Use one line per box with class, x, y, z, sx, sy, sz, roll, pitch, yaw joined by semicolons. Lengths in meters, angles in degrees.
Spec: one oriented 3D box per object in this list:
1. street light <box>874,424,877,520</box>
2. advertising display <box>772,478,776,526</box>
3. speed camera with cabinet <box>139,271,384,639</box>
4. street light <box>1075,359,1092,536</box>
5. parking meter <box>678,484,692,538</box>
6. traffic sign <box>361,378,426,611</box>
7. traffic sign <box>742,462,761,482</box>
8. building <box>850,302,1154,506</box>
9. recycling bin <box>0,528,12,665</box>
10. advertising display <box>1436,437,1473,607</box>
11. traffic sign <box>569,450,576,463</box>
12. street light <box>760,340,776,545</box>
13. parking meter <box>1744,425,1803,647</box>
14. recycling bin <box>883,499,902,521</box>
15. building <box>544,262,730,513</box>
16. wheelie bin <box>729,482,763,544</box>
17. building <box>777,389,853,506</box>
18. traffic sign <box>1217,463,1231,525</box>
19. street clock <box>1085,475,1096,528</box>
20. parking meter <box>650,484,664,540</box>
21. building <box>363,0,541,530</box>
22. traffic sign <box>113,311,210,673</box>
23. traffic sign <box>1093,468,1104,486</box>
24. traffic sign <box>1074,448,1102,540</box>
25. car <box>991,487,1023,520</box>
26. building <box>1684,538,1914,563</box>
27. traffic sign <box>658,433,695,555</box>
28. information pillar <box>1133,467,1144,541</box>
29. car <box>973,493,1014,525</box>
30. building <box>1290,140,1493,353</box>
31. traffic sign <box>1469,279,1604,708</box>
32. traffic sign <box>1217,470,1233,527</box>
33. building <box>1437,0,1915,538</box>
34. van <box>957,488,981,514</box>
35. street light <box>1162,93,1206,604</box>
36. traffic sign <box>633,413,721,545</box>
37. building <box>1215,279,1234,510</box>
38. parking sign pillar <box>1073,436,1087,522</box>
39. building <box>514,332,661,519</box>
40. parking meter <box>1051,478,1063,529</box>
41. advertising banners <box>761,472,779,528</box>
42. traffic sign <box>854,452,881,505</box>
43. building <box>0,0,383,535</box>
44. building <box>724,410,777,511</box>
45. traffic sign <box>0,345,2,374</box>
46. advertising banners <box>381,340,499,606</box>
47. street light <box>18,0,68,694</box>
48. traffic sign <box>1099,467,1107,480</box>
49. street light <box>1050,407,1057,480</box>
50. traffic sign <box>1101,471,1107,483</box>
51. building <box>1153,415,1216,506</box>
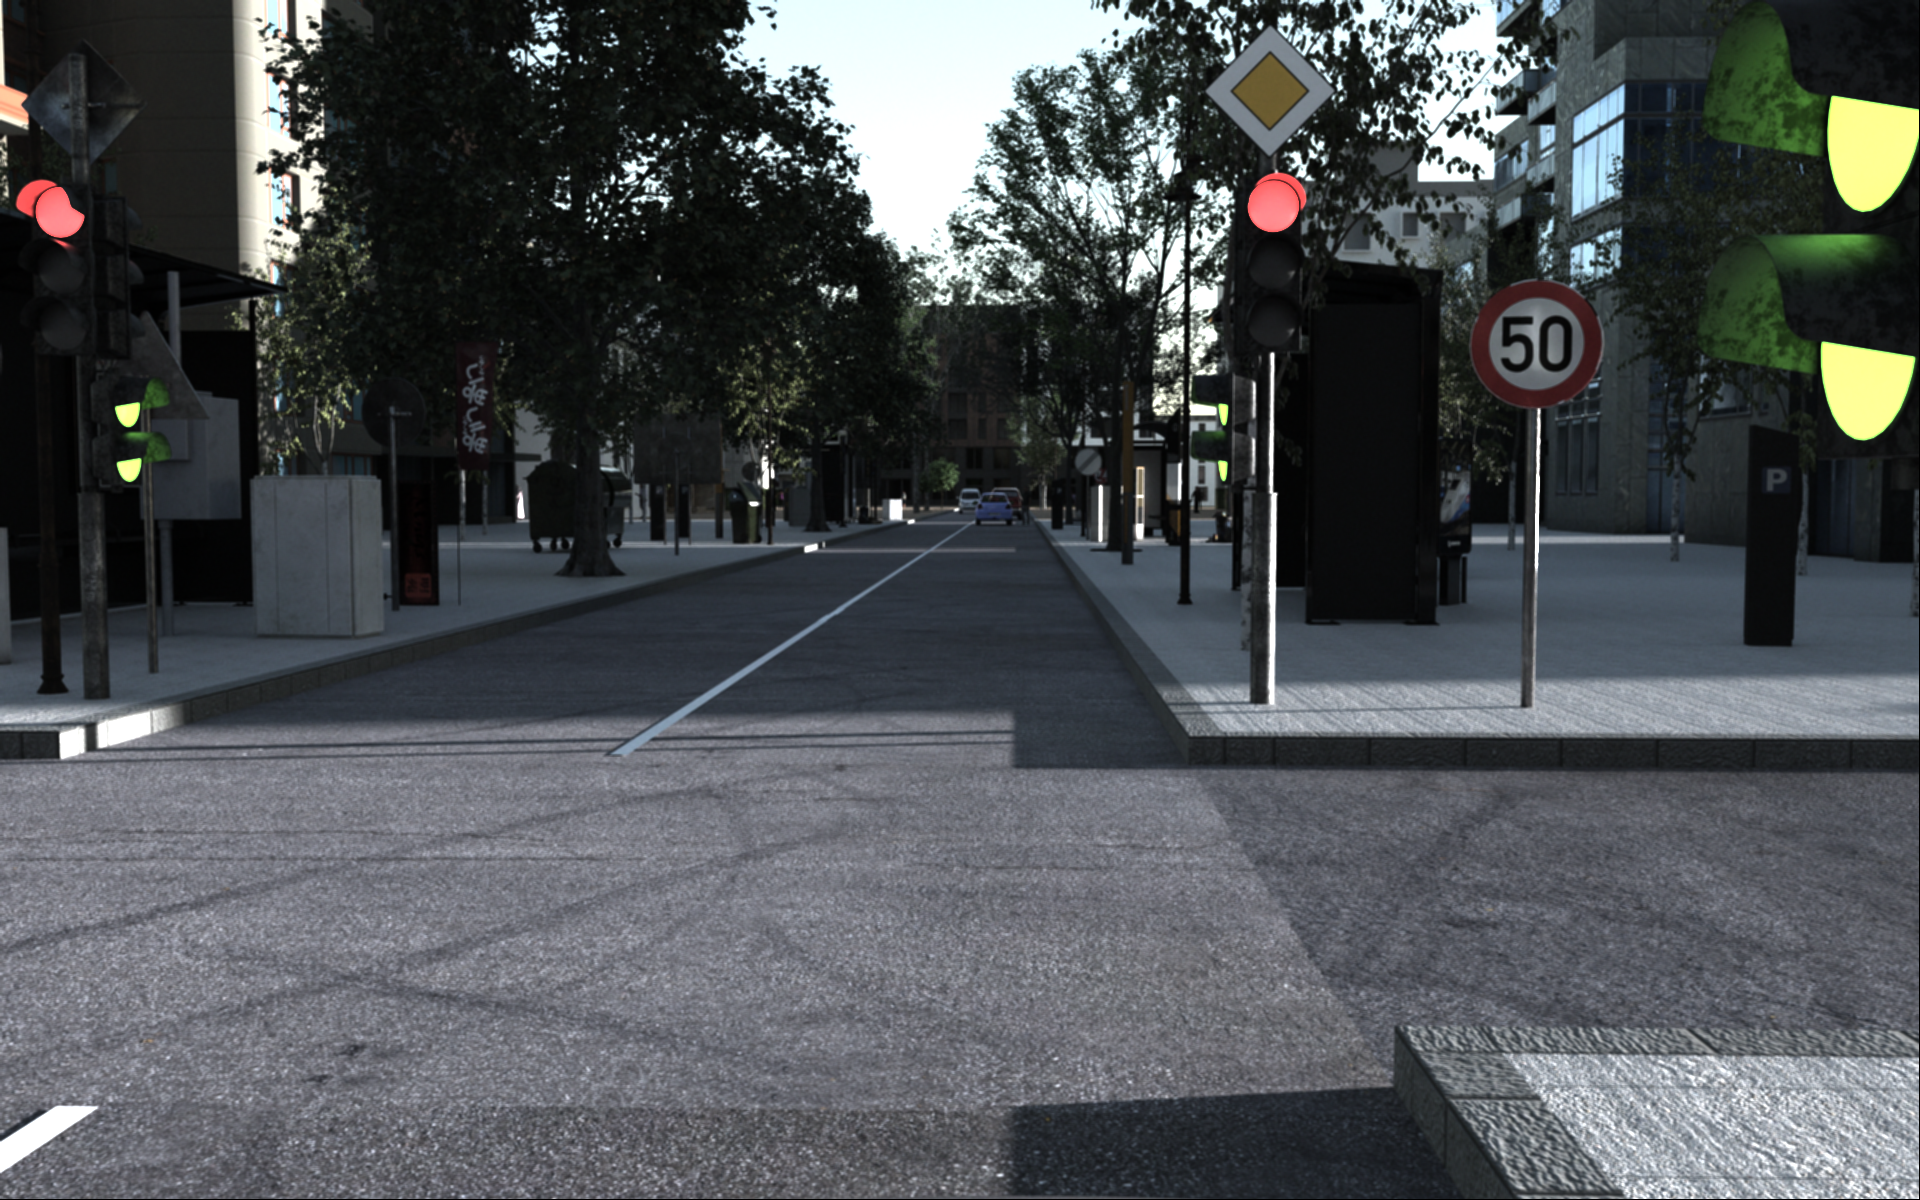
street light;-3.739;-6.344;76.520;0.468;5.910;1.993;0;4;2
advertising display;-7.569;-3.956;69.902;0.123;1.923;0.974;-1;4;-15
speed camera with cabinet;-6.290;-1.300;15.589;2.038;3.252;0.660;0;4;8
street light;3.734;-4.866;52.345;0.468;5.910;1.993;0;4;2
parking meter;-8.137;-2.779;51.142;0.399;1.863;0.255;-2;4;-24
traffic sign;-6.206;-1.154;18.967;0.768;2.556;0.104;1;4;11
traffic sign;-8.212;-4.164;68.193;0.768;2.556;0.104;0;4;3
building;4.696;-21.624;197.525;32.646;21.610;27.936;0;4;2
recycling bin;-7.644;-0.027;12.999;0.722;1.027;0.722;3;5;40
advertising display;5.673;-0.906;20.021;0.123;1.923;0.974;3;4;38
traffic sign;-9.504;-2.656;43.424;0.884;2.594;0.081;0;4;5
street light;-4.807;-4.338;43.720;0.468;5.910;1.993;0;4;2
parking meter;6.884;-0.547;14.657;0.399;1.863;0.255;1;4;15
recycling bin;-3.300;-4.380;84.159;0.722;1.027;0.722;-2;4;-29
building;-24.675;-16.153;120.520;16.016;20.091;11.380;0;4;2
wheelie bin;-5.589;-2.264;44.931;0.693;1.594;0.980;2;4;30
building;-27.899;-19.997;193.412;31.486;18.905;16.747;0;4;2
traffic sign;8.385;-3.287;53.851;0.768;2.556;0.104;0;4;8
street clock;4.821;-3.688;64.865;0.471;2.002;0.358;2;4;32
parking meter;-8.361;-2.585;47.974;0.399;1.863;0.255;-2;4;-33
building;-29.531;-25.243;67.349;22.147;44.769;28.867;0;4;2
traffic sign;-5.783;-0.755;12.343;0.884;2.594;0.081;0;4;2
traffic sign;6.884;-5.190;84.965;0.768;2.556;0.104;1;4;8
traffic sign;3.563;-2.942;48.203;0.768;2.556;0.104;0;4;6
car;2.526;-5.387;96.750;2.281;1.827;5.304;0;4;1
building;32.762;-44.017;32.345;31.000;86.520;22.319;0;4;2
traffic sign;-5.936;-2.210;36.237;0.768;2.556;0.104;0;4;3
information pillar;4.818;-2.624;47.398;0.304;2.012;0.304;-3;5;-43
car;1.571;-4.359;80.860;1.945;1.707;3.694;0;3;0
building;27.071;-14.803;98.455;16.016;20.091;11.380;0;4;2
traffic sign;3.420;-0.627;10.359;0.768;2.556;0.104;1;4;8
traffic sign;7.692;-2.989;48.880;0.884;2.594;0.081;0;4;3
building;30.423;-46.167;67.499;22.319;86.520;31.000;0;4;2
van;0.757;-7.320;126.686;2.013;2.044;4.112;0;4;0
street light;2.624;-2.890;20.042;0.468;5.910;1.993;0;4;2
traffic sign;-7.142;-3.048;43.702;2.265;3.308;0.079;0;4;7
building;29.648;-16.207;131.437;16.747;18.905;31.486;0;4;2
parking sign pillar;5.641;-5.562;79.415;1.447;3.967;1.447;-1;4;-8
building;-21.886;-9.719;101.051;9.099;9.664;28.070;0;4;2
parking meter;3.535;-3.507;63.053;0.399;1.863;0.255;-2;4;-29
advertising banners;-7.380;-4.308;66.624;0.090;3.025;2.074;1;4;22
traffic sign;-4.813;-5.290;80.357;2.265;3.308;0.079;0;4;3
building;-32.207;-11.875;39.198;27.650;21.520;28.899;0;4;2
building;-32.000;-16.793;141.027;31.486;18.905;16.747;0;4;2
traffic sign;-6.621;-0.685;11.301;0.768;2.556;0.104;0;4;2
advertising banners;-6.268;-1.449;19.872;2.074;3.025;0.090;0;4;6
street light;-5.860;-2.338;11.008;0.468;5.910;1.993;0;4;2
traffic sign;5.523;-3.888;63.579;0.884;2.594;0.081;1;4;10
street light;4.684;-6.876;85.206;0.468;5.910;1.993;0;4;2
traffic sign;7.216;-5.146;84.242;0.768;2.556;0.104;0;4;6
building;34.742;-15.022;187.758;28.070;9.664;9.099;0;4;2
